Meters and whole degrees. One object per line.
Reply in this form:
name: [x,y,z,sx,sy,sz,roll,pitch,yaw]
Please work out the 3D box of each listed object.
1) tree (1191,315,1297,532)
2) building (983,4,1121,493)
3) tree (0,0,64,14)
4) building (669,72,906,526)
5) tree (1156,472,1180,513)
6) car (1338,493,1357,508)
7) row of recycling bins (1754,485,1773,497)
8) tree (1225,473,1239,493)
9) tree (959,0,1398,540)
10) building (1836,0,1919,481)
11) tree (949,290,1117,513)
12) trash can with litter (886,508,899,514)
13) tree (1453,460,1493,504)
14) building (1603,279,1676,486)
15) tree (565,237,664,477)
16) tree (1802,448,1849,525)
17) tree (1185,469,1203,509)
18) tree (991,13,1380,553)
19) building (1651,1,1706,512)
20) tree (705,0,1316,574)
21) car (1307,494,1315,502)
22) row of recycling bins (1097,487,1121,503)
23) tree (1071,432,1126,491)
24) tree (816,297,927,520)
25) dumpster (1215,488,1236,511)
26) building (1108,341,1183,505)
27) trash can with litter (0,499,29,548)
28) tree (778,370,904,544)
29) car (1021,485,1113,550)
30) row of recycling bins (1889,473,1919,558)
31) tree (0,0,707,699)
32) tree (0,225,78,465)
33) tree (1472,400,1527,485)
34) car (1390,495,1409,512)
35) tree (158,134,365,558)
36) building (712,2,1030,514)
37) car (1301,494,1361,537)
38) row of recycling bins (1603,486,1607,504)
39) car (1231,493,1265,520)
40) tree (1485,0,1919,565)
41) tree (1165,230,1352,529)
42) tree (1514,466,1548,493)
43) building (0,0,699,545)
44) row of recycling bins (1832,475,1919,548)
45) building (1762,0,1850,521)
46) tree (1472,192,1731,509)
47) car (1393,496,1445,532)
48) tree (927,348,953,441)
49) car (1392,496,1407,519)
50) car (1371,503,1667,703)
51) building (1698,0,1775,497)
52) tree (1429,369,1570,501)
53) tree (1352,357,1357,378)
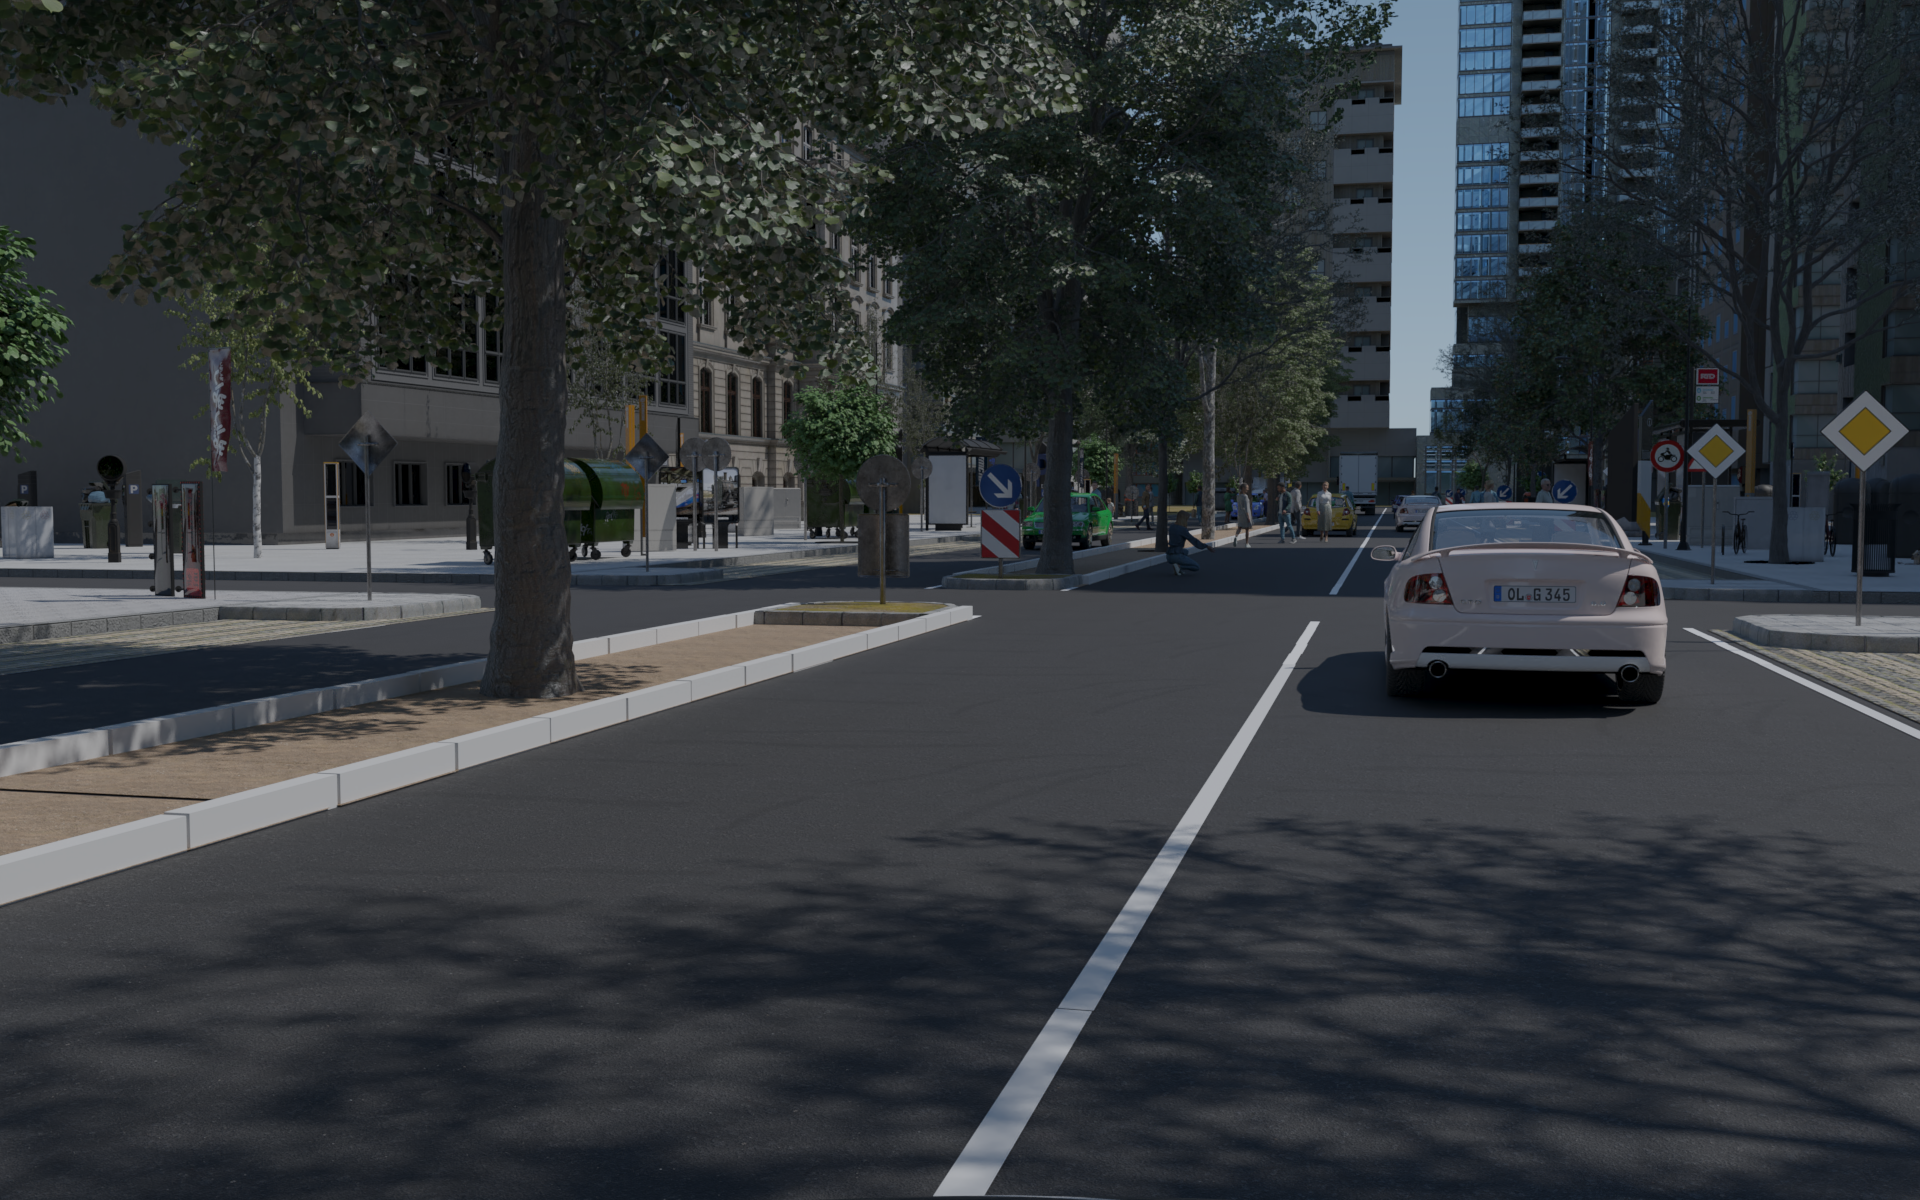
tree: [10.472,-6.836,64.589,4.360,8.622,3.978,0,3,0]
building: [-0.436,-34.688,156.393,27.495,52.752,28.713,1,4,14]
tree: [-4.928,-5.074,3.547,7.486,12.596,7.792,0,3,0]
building: [-12.577,-16.195,83.867,14.460,24.649,34.723,1,4,14]
tree: [14.263,-7.613,119.066,1.663,3.219,1.824,0,3,0]
car: [24.384,-6.241,110.841,1.959,1.807,4.718,1,4,14]
row of recycling bins: [36.033,-4.293,77.311,1.069,1.692,3.534,2,4,31]
tree: [25.345,-10.136,160.328,1.663,3.219,1.824,0,3,0]
tree: [6.807,-12.017,54.831,12.611,20.169,13.585,0,3,0]
building: [39.988,-17.817,63.017,14.160,30.474,14.107,1,4,14]
tree: [3.011,-8.568,74.507,8.767,10.594,7.601,2,4,28]
trash can with litter: [-2.437,-2.630,54.384,1.055,1.170,0.624,1,4,15]
tree: [46.546,-10.588,156.823,4.285,4.588,4.351,0,3,0]
building: [67.680,-18.036,139.930,27.650,21.520,28.899,1,4,14]
tree: [-9.605,-5.862,46.214,4.360,8.622,3.978,0,3,0]
tree: [36.408,-4.810,73.250,1.663,3.219,1.824,0,3,0]
tree: [17.214,-8.150,127.846,1.663,3.219,1.824,0,3,0]
tree: [4.964,-7.905,42.069,12.009,13.543,11.850,0,3,0]
building: [58.296,-41.409,115.289,20.563,71.187,20.611,1,4,14]
tree: [1.696,-7.405,30.190,9.857,13.997,8.962,0,3,0]
car: [19.527,-5.126,92.611,1.959,1.807,4.718,1,4,14]
row of recycling bins: [8.636,-5.763,101.343,1.069,1.692,3.534,1,4,21]
tree: [7.070,-6.519,90.298,4.285,4.588,4.351,0,3,0]
tree: [-3.758,-7.037,65.412,4.360,8.622,3.978,0,3,0]
dumpster: [18.727,-7.043,123.360,1.865,1.857,1.264,1,4,14]
building: [12.796,-22.526,213.342,28.899,21.520,27.650,1,4,14]
trash can with litter: [-22.754,-1.839,41.453,1.055,1.170,0.624,2,4,34]
tree: [-3.112,-3.775,45.438,4.285,4.588,4.351,0,3,0]
car: [2.891,-2.280,46.078,1.959,1.807,4.718,1,4,16]
row of recycling bins: [20.273,-1.730,35.403,3.534,1.692,1.069,-2,4,-27]
tree: [-3.067,-6.297,12.064,9.857,13.997,8.962,0,3,0]
tree: [-10.588,-2.052,17.258,4.285,4.588,4.351,0,3,0]
tree: [36.579,-10.160,116.477,4.360,8.622,3.978,0,3,0]
car: [35.166,-7.635,137.405,1.945,1.354,3.894,1,4,12]
tree: [-14.064,-5.158,34.696,4.737,8.622,4.395,0,3,0]
building: [-11.705,-26.164,119.655,32.217,40.220,23.993,1,4,14]
car: [12.725,-3.016,59.542,2.015,1.641,3.980,1,4,16]
row of recycling bins: [33.515,-5.036,89.447,1.069,1.692,3.534,-2,4,-32]
car: [16.176,-5.375,97.476,1.945,1.707,3.694,1,4,13]
tree: [14.937,-7.405,31.442,12.009,13.543,11.850,0,3,0]
tree: [11.691,-9.169,70.499,7.486,12.596,7.792,0,3,0]
tree: [30.849,-6.026,93.131,1.663,3.219,1.824,0,3,0]
building: [-19.322,-16.008,55.239,14.314,27.812,24.014,1,4,14]
row of recycling bins: [23.899,-2.296,44.654,3.534,1.692,1.069,-2,4,-28]
building: [47.570,-24.557,85.094,14.154,41.232,14.086,1,4,14]
tree: [24.506,-9.113,66.010,9.611,12.733,9.660,0,3,0]
car: [17.702,-3.313,66.524,2.083,1.381,4.827,1,4,13]
tree: [-1.898,-8.178,84.078,4.360,8.622,3.978,0,3,0]
car: [26.435,-5.469,101.994,1.945,1.354,3.894,1,4,14]
car: [4.247,-0.065,13.420,2.083,1.381,4.827,1,4,14]
building: [51.089,-27.457,99.034,14.600,45.320,14.200,1,4,14]
tree: [33.161,-10.371,103.986,7.601,10.594,8.767,2,4,33]
tree: [14.301,-9.742,79.872,7.486,12.596,7.792,0,3,0]
